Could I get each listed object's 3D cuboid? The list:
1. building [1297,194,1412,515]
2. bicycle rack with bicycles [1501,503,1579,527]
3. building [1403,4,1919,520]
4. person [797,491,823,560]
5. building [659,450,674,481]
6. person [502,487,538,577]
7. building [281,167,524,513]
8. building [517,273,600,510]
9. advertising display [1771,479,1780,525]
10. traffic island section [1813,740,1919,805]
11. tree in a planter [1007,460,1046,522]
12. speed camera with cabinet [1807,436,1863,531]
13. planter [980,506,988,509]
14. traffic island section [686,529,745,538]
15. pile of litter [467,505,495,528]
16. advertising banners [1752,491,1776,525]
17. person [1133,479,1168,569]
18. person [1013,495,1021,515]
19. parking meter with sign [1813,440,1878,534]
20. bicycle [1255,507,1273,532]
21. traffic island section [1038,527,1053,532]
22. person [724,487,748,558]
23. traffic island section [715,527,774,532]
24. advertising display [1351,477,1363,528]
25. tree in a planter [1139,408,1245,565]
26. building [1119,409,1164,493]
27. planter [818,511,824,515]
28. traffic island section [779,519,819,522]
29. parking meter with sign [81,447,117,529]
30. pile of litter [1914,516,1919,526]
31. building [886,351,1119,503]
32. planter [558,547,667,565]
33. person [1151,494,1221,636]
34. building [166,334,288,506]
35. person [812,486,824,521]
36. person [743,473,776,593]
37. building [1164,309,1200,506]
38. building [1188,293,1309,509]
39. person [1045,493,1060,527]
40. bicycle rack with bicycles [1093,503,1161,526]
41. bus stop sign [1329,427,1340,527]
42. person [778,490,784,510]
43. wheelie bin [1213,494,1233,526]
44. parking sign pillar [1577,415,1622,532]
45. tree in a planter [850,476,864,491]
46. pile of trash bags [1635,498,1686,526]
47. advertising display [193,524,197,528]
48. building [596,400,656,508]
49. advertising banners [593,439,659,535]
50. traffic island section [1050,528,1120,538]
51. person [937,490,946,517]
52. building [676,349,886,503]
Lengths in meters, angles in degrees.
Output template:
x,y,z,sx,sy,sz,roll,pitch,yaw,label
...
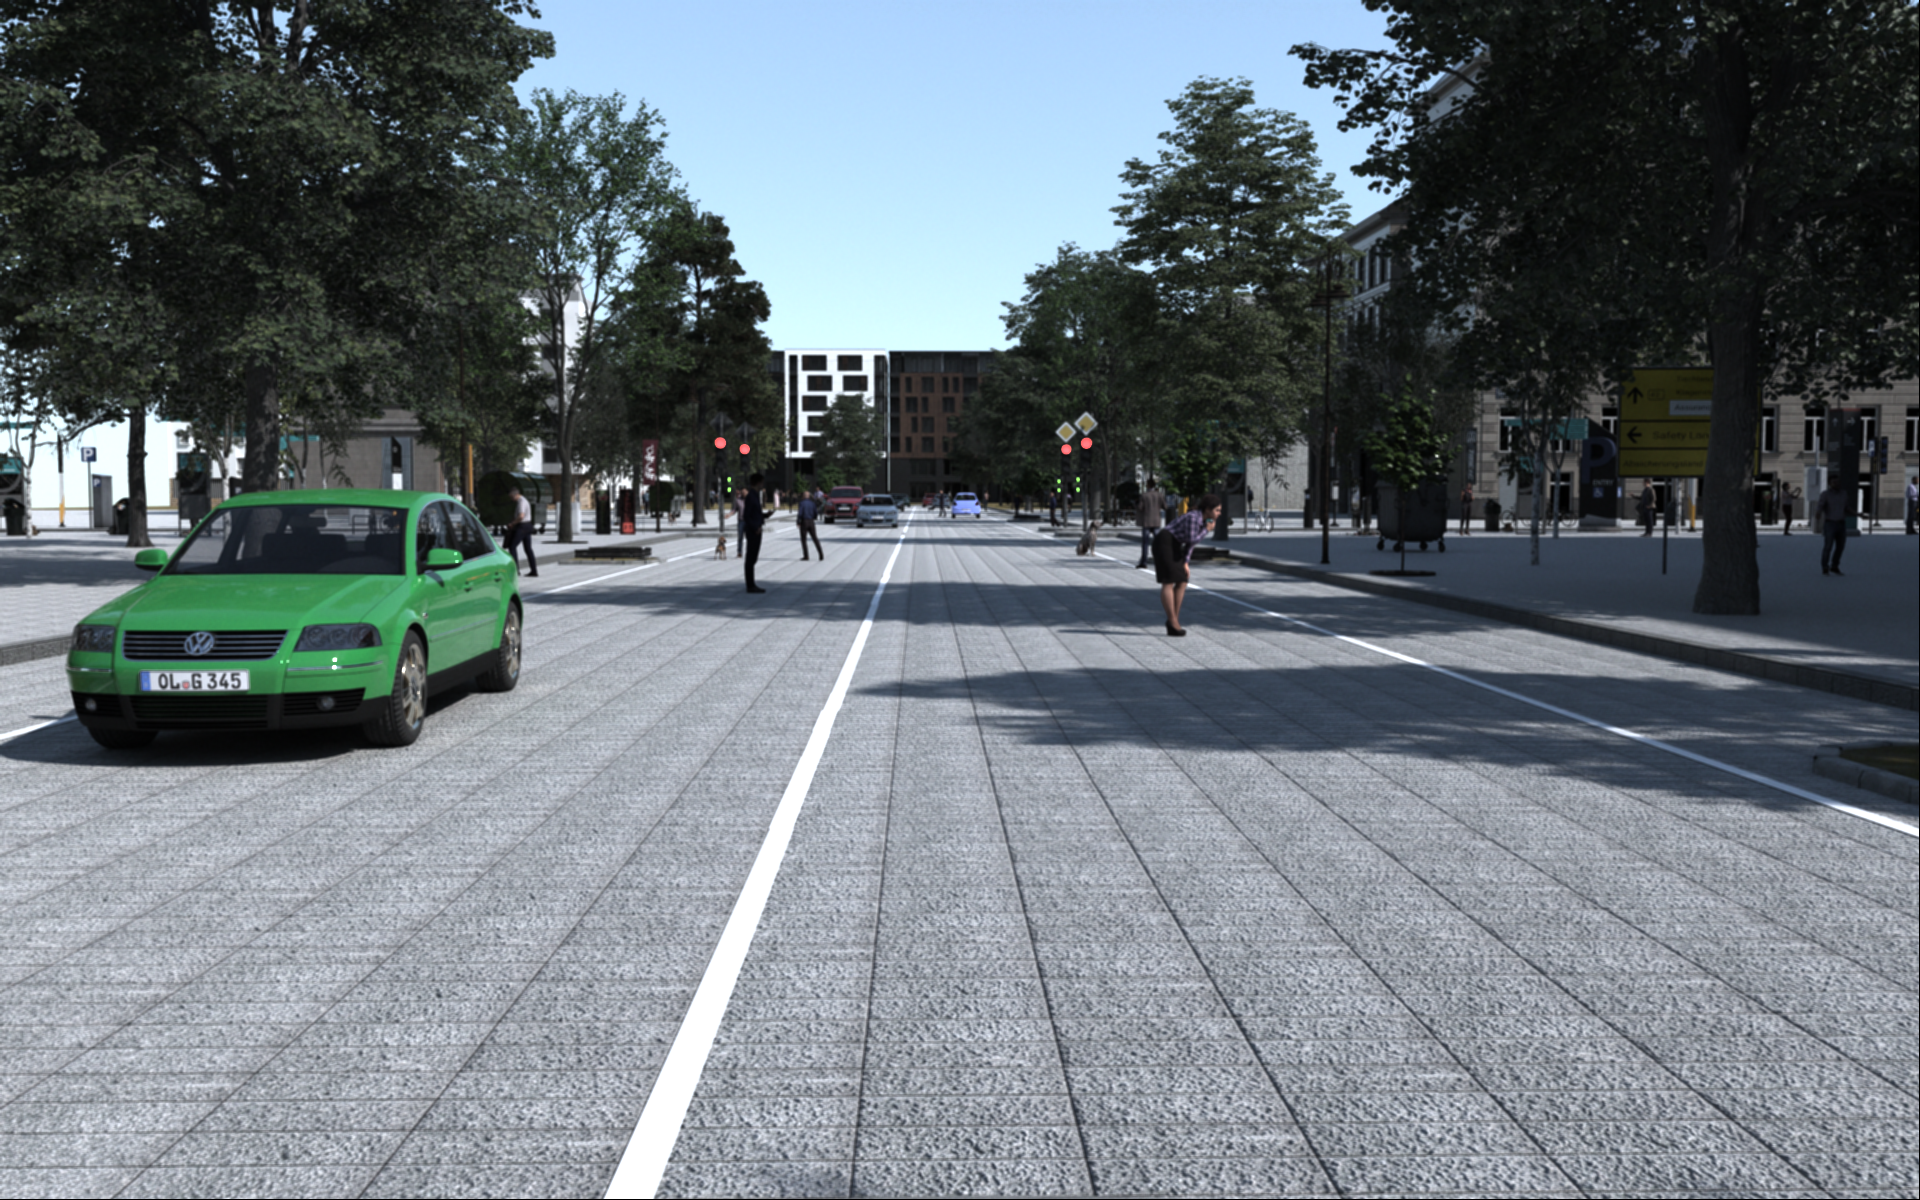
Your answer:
x,y,z,sx,sy,sz,roll,pitch,yaw,label
29.042,-16.531,121.196,10.553,20.767,40.483,0,4,-1,building
23.424,-3.398,68.932,2.852,0.926,2.925,-2,4,-29,bicycle rack with bicycles
37.225,-17.942,90.613,25.104,27.353,12.463,0,4,-1,building
-3.261,-1.609,37.506,0.574,1.496,0.600,-1,4,-9,person
-46.617,-15.400,193.941,28.070,9.664,9.099,0,4,-1,building
-7.593,-1.172,29.870,0.590,1.554,0.614,-1,4,-13,person
-35.562,-15.469,103.834,10.553,20.767,40.483,0,4,-1,building
-39.180,-17.728,146.270,16.016,20.091,11.380,0,4,-1,building
34.379,-4.147,73.021,0.123,1.923,0.974,1,4,12,advertising display
5.375,0.878,8.510,1.991,0.108,1.994,0,4,-1,traffic island section
3.485,-5.750,91.227,1.991,3.239,1.994,0,4,-1,tree in a planter
29.672,-3.938,58.726,0.660,3.252,2.038,-1,4,-12,speed camera with cabinet
1.715,-8.988,168.101,1.991,0.319,1.994,0,4,-1,planter
-7.995,-2.188,58.056,2.009,0.180,2.903,0,4,-1,traffic island section
-18.513,-3.153,65.508,1.719,0.858,1.176,0,4,-8,pile of litter
32.466,-4.594,71.299,2.074,3.025,0.090,1,4,13,advertising banners
3.643,-1.461,33.209,0.655,1.722,0.431,0,4,-5,person
3.523,-5.833,106.416,0.480,1.512,0.613,-1,4,-18,person
28.492,-3.640,55.781,1.738,3.016,0.543,0,4,7,parking meter with sign
10.228,-2.756,58.276,0.635,0.972,1.543,-1,4,-12,bicycle
4.060,-2.693,66.314,2.009,0.180,2.903,0,4,-1,traffic island section
-4.801,-1.722,38.616,0.963,1.587,0.435,-1,4,-16,person
-8.178,-2.676,66.039,2.009,0.180,2.903,0,4,-1,traffic island section
15.180,-3.734,66.264,0.123,1.923,0.974,0,4,-6,advertising display
4.760,-2.365,35.889,1.991,3.239,1.994,0,4,-1,tree in a planter
28.054,-24.209,252.241,11.380,20.091,16.016,0,4,-1,building
-9.040,-5.916,117.869,1.991,0.319,1.994,0,4,-1,planter
-8.412,-4.148,90.691,1.991,0.108,1.994,0,4,-1,traffic island section
-32.227,-4.212,65.129,0.543,3.016,1.738,0,4,6,parking meter with sign
39.444,-3.423,69.927,1.719,0.858,1.176,1,4,20,pile of litter
5.906,-25.313,257.834,32.646,21.610,27.936,0,4,-1,building
-7.174,-0.914,36.084,1.991,0.319,1.994,0,4,-1,planter
2.279,-0.349,17.443,0.697,1.427,0.421,1,4,16,person
-77.792,-20.355,189.223,11.380,20.091,16.016,0,4,-1,building
-7.681,-5.175,92.983,0.709,1.838,0.599,2,4,28,person
-2.939,-0.980,25.233,0.504,1.737,0.576,-1,4,-13,person
30.606,-19.934,182.334,16.016,20.091,11.380,0,4,-1,building
31.061,-18.012,160.949,16.747,18.905,31.486,0,4,-1,building
3.768,-3.672,71.233,0.600,1.496,0.574,2,4,26,person
6.852,-3.534,71.165,2.925,0.926,2.852,-1,4,-18,bicycle rack with bicycles
14.813,-4.891,68.673,0.416,3.939,0.855,0,4,-3,bus stop sign
-14.121,-7.906,136.777,0.415,1.643,0.593,2,4,29,person
10.706,-3.835,70.609,0.693,1.594,0.980,3,5,44,wheelie bin
21.724,-4.296,58.718,1.447,3.967,1.447,3,5,41,parking sign pillar
-10.197,-10.492,168.762,1.991,3.239,1.994,0,4,-1,tree in a planter
27.649,-3.690,70.089,3.447,1.369,1.912,3,4,37,pile of trash bags
-29.114,-3.708,65.833,0.123,1.923,0.974,-1,4,-20,advertising display
-36.359,-13.744,166.864,9.099,9.664,28.070,0,4,-1,building
-10.565,-3.586,54.822,2.074,3.025,0.090,-1,4,-9,advertising banners
4.243,-2.205,58.331,2.009,0.180,2.903,0,4,-1,traffic island section
-1.155,-6.121,109.491,0.530,1.710,0.541,0,4,-7,person
-27.095,-25.274,257.210,32.646,21.610,27.936,0,4,-1,building
